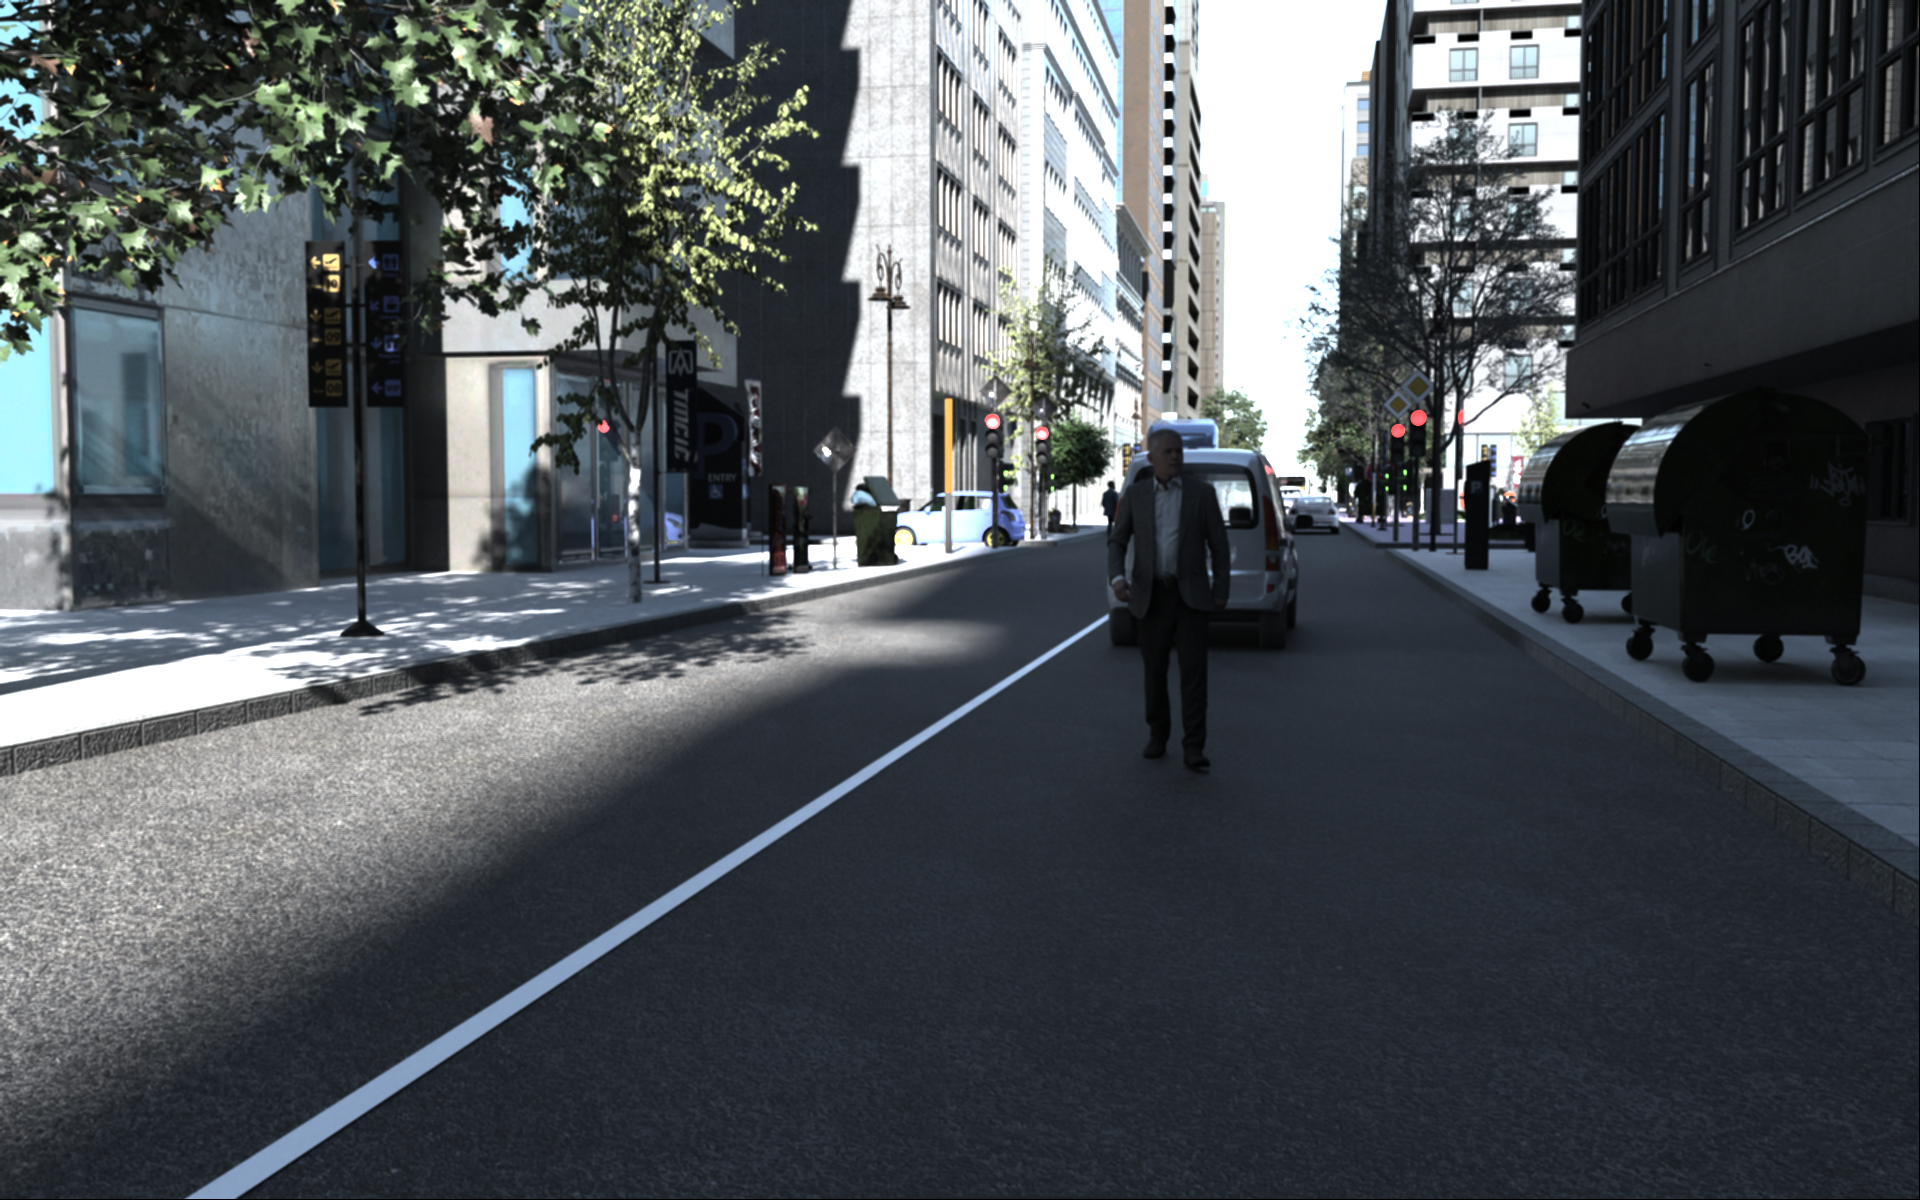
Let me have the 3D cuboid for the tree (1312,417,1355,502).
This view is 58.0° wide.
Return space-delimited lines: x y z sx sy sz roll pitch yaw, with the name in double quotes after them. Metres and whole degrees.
33.562 -12.546 155.495 4.360 8.622 3.978 0 3 0 "tree"

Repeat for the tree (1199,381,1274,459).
30.356 -17.630 194.897 9.857 13.997 8.962 0 3 0 "tree"

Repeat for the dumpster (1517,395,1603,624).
6.614 -0.934 17.765 1.502 2.255 1.985 1 4 11 "dumpster"

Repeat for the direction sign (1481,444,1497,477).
24.155 -5.333 79.185 0.876 3.537 0.379 -2 4 -24 "direction sign"

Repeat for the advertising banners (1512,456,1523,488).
26.235 -5.071 79.096 2.074 3.025 0.090 1 4 11 "advertising banners"

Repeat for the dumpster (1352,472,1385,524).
17.987 -4.489 75.893 1.502 2.255 1.985 1 4 11 "dumpster"

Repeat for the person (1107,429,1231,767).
1.120 -0.018 9.193 0.661 1.777 0.834 0 4 0 "person"

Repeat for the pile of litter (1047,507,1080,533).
3.381 -2.646 57.226 1.176 0.858 1.719 1 4 18 "pile of litter"

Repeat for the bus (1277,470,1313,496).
28.061 -9.210 145.443 2.948 3.499 13.247 1 4 13 "bus"

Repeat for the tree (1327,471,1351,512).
27.882 -7.991 125.250 1.663 3.219 1.824 0 3 0 "tree"

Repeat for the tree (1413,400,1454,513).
30.369 -10.041 114.534 4.360 8.622 3.978 0 3 0 "tree"

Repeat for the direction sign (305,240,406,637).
-5.415 -1.443 15.583 0.876 3.537 0.379 0 4 3 "direction sign"

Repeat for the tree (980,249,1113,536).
2.459 -6.283 53.085 4.737 8.622 4.395 0 3 0 "tree"

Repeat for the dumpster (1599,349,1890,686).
5.582 -0.608 12.427 1.502 2.255 1.985 1 4 11 "dumpster"

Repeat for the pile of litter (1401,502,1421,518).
24.115 -4.763 91.847 1.719 0.858 1.176 -2 4 -24 "pile of litter"

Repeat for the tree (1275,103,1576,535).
15.026 -8.778 53.884 12.009 13.543 11.850 0 3 0 "tree"

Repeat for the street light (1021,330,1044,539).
2.045 -4.662 49.004 0.468 5.910 1.993 1 4 11 "street light"

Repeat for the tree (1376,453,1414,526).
17.517 -4.594 69.706 1.663 3.219 1.824 0 3 0 "tree"

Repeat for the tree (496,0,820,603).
-3.799 -4.291 20.527 4.737 8.622 4.395 0 3 0 "tree"

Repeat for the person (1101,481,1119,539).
4.279 -2.432 48.444 0.721 1.800 0.419 3 5 41 "person"

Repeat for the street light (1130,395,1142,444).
8.240 -6.624 81.093 0.468 5.910 1.993 1 4 11 "street light"

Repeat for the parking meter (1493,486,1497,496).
34.449 -6.492 111.861 0.399 1.863 0.255 3 4 36 "parking meter"

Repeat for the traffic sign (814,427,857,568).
-2.155 -1.751 29.819 0.795 2.450 0.064 1 4 18 "traffic sign"

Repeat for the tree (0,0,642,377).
-6.551 -5.642 9.259 9.611 12.733 9.660 0 3 0 "tree"

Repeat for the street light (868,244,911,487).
-1.306 -3.637 32.250 0.468 5.910 1.993 1 4 11 "street light"

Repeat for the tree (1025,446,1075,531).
3.095 -4.044 60.717 1.663 3.219 1.824 0 3 0 "tree"

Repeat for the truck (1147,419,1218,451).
8.992 -4.782 67.940 2.967 4.110 18.799 1 4 9 "truck"

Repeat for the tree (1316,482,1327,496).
47.059 -14.032 224.024 1.663 3.219 1.824 0 3 0 "tree"

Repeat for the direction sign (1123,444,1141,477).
7.713 -5.248 77.808 0.876 3.537 0.379 2 4 29 "direction sign"

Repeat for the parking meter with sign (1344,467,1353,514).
25.760 -7.212 114.184 0.543 3.016 1.738 2 4 24 "parking meter with sign"

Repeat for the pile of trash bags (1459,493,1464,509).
30.223 -5.447 98.816 3.447 1.369 1.912 0 4 0 "pile of trash bags"

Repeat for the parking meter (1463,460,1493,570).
8.791 -1.454 29.491 0.399 1.863 0.255 2 4 28 "parking meter"

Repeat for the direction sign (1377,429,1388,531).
14.880 -4.216 60.926 0.379 3.537 0.876 2 4 30 "direction sign"

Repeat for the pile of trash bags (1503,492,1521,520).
28.638 -4.682 86.297 3.447 1.369 1.912 -1 4 -14 "pile of trash bags"

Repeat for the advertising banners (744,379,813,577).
-2.858 -1.900 27.255 0.090 3.025 2.074 2 4 24 "advertising banners"

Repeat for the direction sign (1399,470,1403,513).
30.139 -7.784 119.269 0.876 3.537 0.379 -1 4 -13 "direction sign"

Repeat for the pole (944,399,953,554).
-0.247 -2.649 37.150 0.158 3.312 0.155 0 3 0 "pole"

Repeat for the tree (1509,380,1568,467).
37.166 -9.806 110.694 4.737 8.622 4.395 0 3 0 "tree"

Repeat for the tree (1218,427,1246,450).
28.478 -14.375 185.399 4.737 8.622 4.395 0 3 0 "tree"

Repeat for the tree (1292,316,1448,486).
25.337 -11.621 107.009 9.611 12.733 9.660 0 3 0 "tree"

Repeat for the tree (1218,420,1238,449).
25.668 -13.536 171.682 4.360 8.622 3.978 0 3 0 "tree"

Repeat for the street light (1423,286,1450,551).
10.586 -4.026 38.607 0.468 5.910 1.993 1 4 11 "street light"

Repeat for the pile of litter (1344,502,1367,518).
21.246 -4.833 92.981 1.176 0.858 1.719 0 4 7 "pile of litter"

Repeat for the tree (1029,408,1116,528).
4.306 -5.054 66.341 4.285 4.588 4.351 0 3 0 "tree"
